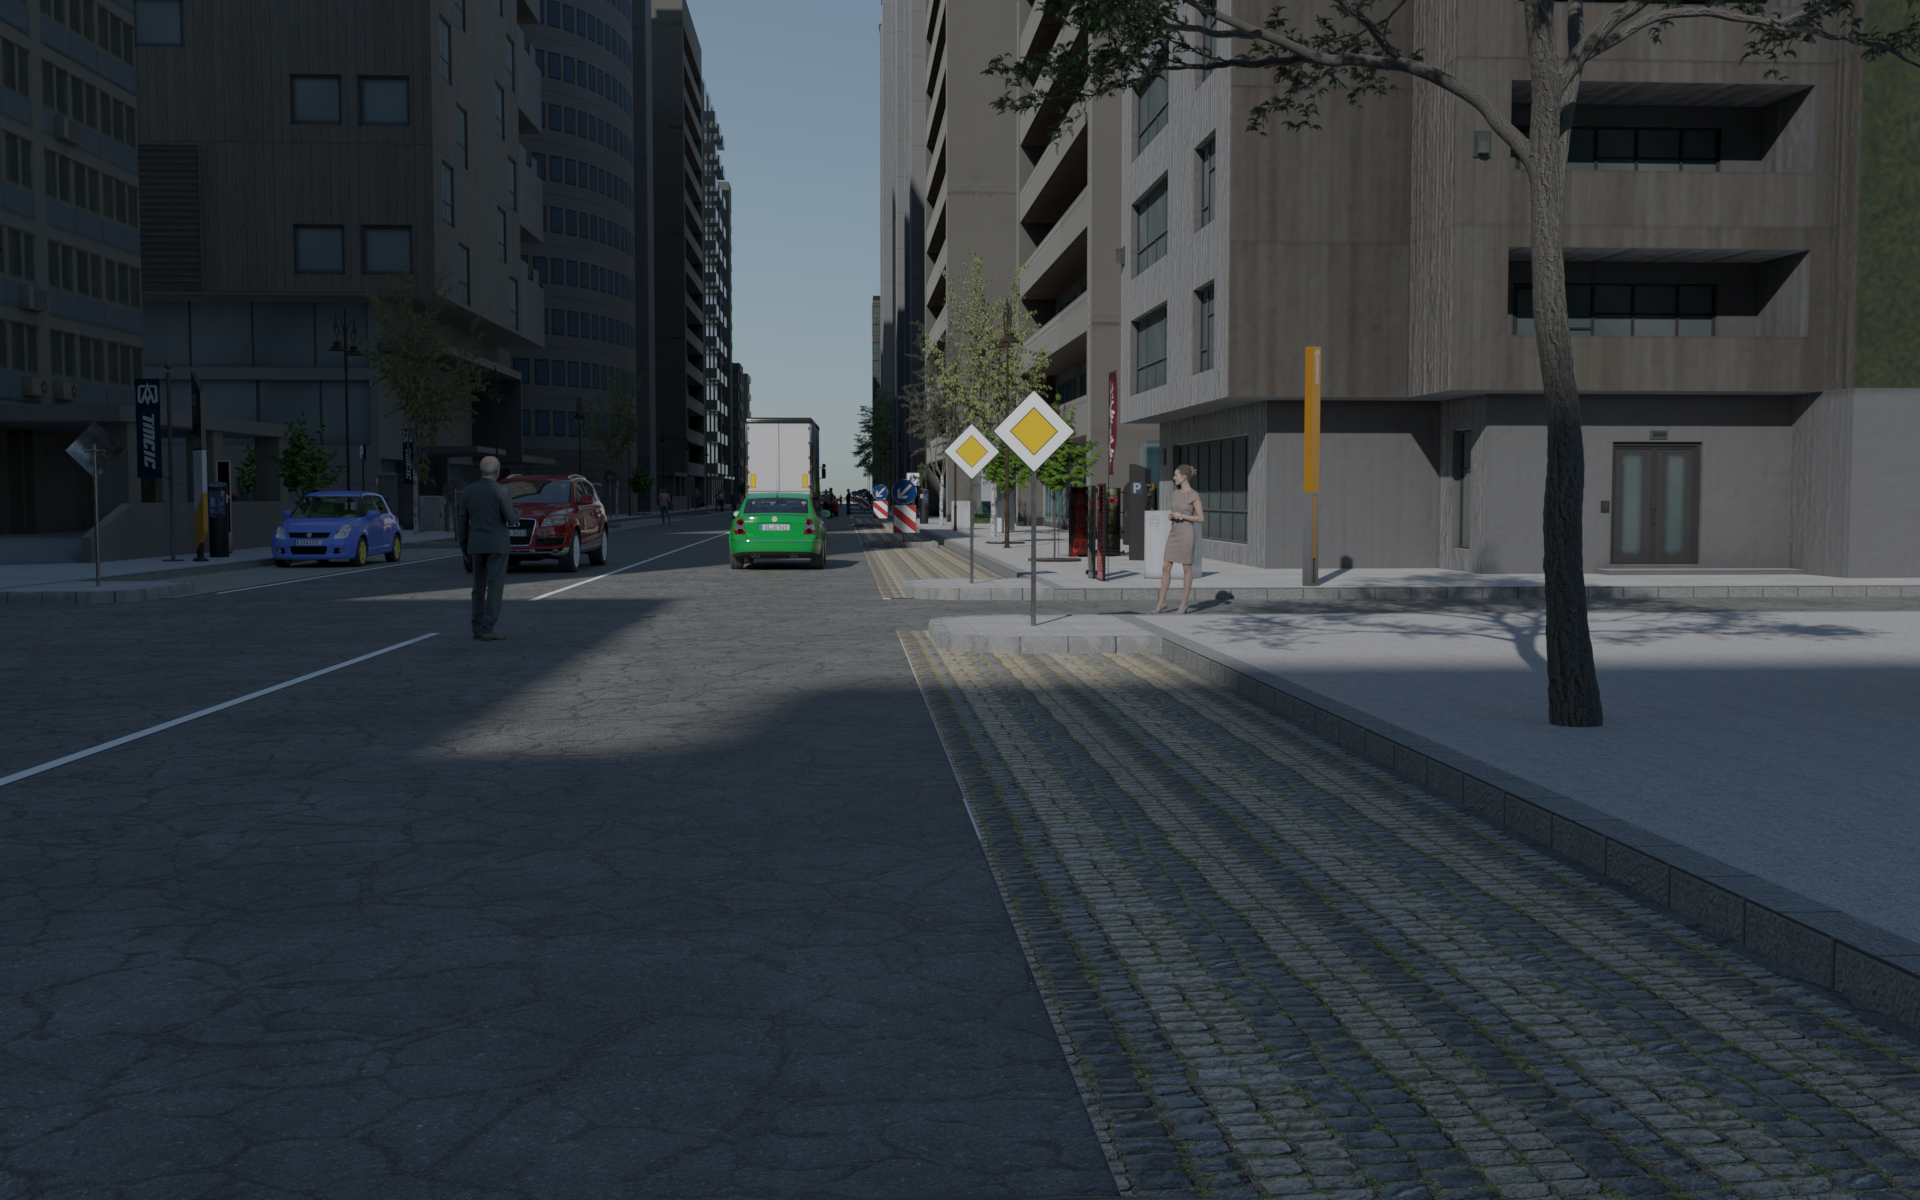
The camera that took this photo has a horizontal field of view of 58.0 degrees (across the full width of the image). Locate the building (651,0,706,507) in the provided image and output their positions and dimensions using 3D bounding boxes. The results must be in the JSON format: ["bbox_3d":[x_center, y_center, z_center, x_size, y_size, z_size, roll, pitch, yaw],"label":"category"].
[{"bbox_3d":[-35.387,-32.851,160.820,21.300,48.544,21.600,0,4,-4],"label":"building"}]

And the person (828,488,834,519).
[{"bbox_3d":[-7.556,-5.655,101.055,0.705,1.812,1.348,0,4,-7],"label":"person"}]

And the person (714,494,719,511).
[{"bbox_3d":[-20.172,-8.085,143.915,0.599,1.433,0.991,-1,4,-17],"label":"person"}]

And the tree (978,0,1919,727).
[{"bbox_3d":[3.149,-4.594,9.533,7.601,10.594,8.767,2,4,31],"label":"tree"}]

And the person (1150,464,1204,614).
[{"bbox_3d":[2.586,-0.719,20.594,0.374,1.781,0.599,-3,5,-40],"label":"person"}]

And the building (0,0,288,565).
[{"bbox_3d":[-32.665,-21.092,36.741,32.217,40.220,23.993,0,4,-4],"label":"building"}]

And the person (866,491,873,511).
[{"bbox_3d":[-7.655,-8.399,146.746,0.541,1.710,0.530,1,4,15],"label":"person"}]

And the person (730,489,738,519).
[{"bbox_3d":[-13.171,-5.601,100.993,0.541,1.710,0.530,-3,5,-39],"label":"person"}]

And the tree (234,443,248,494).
[{"bbox_3d":[-22.905,-3.767,56.198,1.663,3.219,1.824,0,3,0],"label":"tree"}]

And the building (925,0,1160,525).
[{"bbox_3d":[9.328,-28.472,89.224,21.300,48.544,21.600,0,4,-4],"label":"building"}]

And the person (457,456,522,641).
[{"bbox_3d":[-4.618,-0.517,17.127,0.661,1.801,0.590,1,4,15],"label":"person"}]

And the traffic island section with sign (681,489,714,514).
[{"bbox_3d":[-18.788,-7.013,123.289,1.989,1.847,2.006,0,4,-4],"label":"traffic island section with sign"}]

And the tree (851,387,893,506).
[{"bbox_3d":[-7.720,-16.245,183.728,7.486,12.596,7.792,0,3,0],"label":"tree"}]

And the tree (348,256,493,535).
[{"bbox_3d":[-16.987,-6.379,54.654,4.737,8.622,4.395,0,3,0],"label":"tree"}]

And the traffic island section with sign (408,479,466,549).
[{"bbox_3d":[-13.510,-2.299,46.213,1.989,1.847,2.006,0,4,-4],"label":"traffic island section with sign"}]

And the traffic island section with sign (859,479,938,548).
[{"bbox_3d":[-1.633,-2.329,46.702,1.989,1.847,2.006,0,4,-4],"label":"traffic island section with sign"}]

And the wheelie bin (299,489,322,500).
[{"bbox_3d":[-23.304,-3.324,62.259,0.693,1.594,0.980,-3,5,-41],"label":"wheelie bin"}]

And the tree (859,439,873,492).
[{"bbox_3d":[-9.101,-14.703,190.754,4.360,8.622,3.978,0,3,0],"label":"tree"}]

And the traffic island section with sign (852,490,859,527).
[{"bbox_3d":[-3.550,-4.028,74.490,1.989,1.847,2.006,0,4,-4],"label":"traffic island section with sign"}]

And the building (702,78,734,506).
[{"bbox_3d":[-38.307,-35.311,196.940,23.786,49.044,30.456,0,4,-4],"label":"building"}]

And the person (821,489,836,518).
[{"bbox_3d":[-8.182,-5.893,105.644,1.217,1.735,0.721,0,4,7],"label":"person"}]

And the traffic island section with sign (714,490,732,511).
[{"bbox_3d":[-20.642,-8.658,150.180,1.989,1.847,2.006,0,4,-4],"label":"traffic island section with sign"}]

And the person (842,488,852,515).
[{"bbox_3d":[-7.723,-6.781,119.380,0.705,1.822,1.348,-2,4,-28],"label":"person"}]

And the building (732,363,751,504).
[{"bbox_3d":[-43.739,-24.244,241.421,27.650,21.520,28.899,0,4,-4],"label":"building"}]

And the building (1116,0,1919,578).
[{"bbox_3d":[10.968,-15.941,32.340,14.107,30.474,14.160,0,4,-4],"label":"building"}]

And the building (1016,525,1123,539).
[{"bbox_3d":[13.610,-26.617,58.883,21.300,48.544,21.600,0,4,-4],"label":"building"}]

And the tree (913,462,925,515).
[{"bbox_3d":[-2.326,-6.690,103.988,1.663,3.219,1.824,0,3,0],"label":"tree"}]

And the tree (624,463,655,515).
[{"bbox_3d":[-19.881,-6.948,108.208,1.663,3.219,1.824,0,3,0],"label":"tree"}]

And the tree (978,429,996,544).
[{"bbox_3d":[1.296,-3.065,44.716,1.663,3.219,1.824,0,3,0],"label":"tree"}]

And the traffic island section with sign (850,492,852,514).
[{"bbox_3d":[-6.974,-7.082,124.410,1.989,1.847,2.006,0,4,-4],"label":"traffic island section with sign"}]

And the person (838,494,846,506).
[{"bbox_3d":[-11.918,-9.871,173.155,1.065,1.426,0.557,-1,4,-19],"label":"person"}]

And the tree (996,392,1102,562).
[{"bbox_3d":[1.932,-2.348,32.989,1.663,3.219,1.824,0,3,0],"label":"tree"}]

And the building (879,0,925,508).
[{"bbox_3d":[1.014,-40.642,206.487,21.231,58.520,28.212,0,4,-4],"label":"building"}]

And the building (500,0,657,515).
[{"bbox_3d":[-31.887,-34.821,111.315,21.231,58.520,28.212,0,4,-4],"label":"building"}]

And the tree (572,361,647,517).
[{"bbox_3d":[-19.202,-8.927,96.325,4.737,8.622,4.395,0,3,0],"label":"tree"}]

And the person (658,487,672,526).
[{"bbox_3d":[-13.112,-4.163,77.161,0.593,1.750,0.643,-1,4,-21],"label":"person"}]

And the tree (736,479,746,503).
[{"bbox_3d":[-28.105,-14.121,225.479,1.663,3.219,1.824,0,3,0],"label":"tree"}]

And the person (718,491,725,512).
[{"bbox_3d":[-19.437,-8.026,140.655,0.436,1.711,0.756,3,5,45],"label":"person"}]

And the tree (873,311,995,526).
[{"bbox_3d":[-0.680,-7.325,70.133,4.360,8.622,3.978,0,3,0],"label":"tree"}]

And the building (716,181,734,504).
[{"bbox_3d":[-36.361,-32.797,219.821,14.154,41.232,14.086,0,4,-4],"label":"building"}]

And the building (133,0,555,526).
[{"bbox_3d":[-33.573,-29.692,74.697,28.713,52.752,27.495,0,4,-4],"label":"building"}]

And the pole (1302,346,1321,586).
[{"bbox_3d":[4.889,-1.849,24.071,0.158,3.312,0.155,0,3,0],"label":"pole"}]

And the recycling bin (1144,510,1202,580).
[{"bbox_3d":[3.246,-0.845,26.363,0.722,1.027,0.722,2,4,24],"label":"recycling bin"}]

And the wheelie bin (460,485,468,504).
[{"bbox_3d":[-16.933,-3.195,60.149,0.980,1.594,0.693,2,4,28],"label":"wheelie bin"}]

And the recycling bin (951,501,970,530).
[{"bbox_3d":[0.103,-3.078,62.886,0.722,1.027,0.722,1,4,11],"label":"recycling bin"}]

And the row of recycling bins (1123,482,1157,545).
[{"bbox_3d":[5.872,-2.240,43.730,3.534,1.692,1.069,0,4,-1],"label":"row of recycling bins"}]

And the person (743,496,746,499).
[{"bbox_3d":[-20.123,-9.491,164.391,1.217,1.735,0.721,3,4,38],"label":"person"}]

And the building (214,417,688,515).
[{"bbox_3d":[-38.534,-27.257,137.534,32.217,40.220,23.993,0,4,-4],"label":"building"}]

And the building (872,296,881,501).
[{"bbox_3d":[-5.778,-29.370,251.894,14.160,30.474,14.107,0,4,-4],"label":"building"}]

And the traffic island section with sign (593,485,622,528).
[{"bbox_3d":[-15.353,-3.944,73.105,1.989,1.847,2.006,0,4,-4],"label":"traffic island section with sign"}]

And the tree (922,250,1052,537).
[{"bbox_3d":[0.974,-6.210,51.904,4.737,8.622,4.395,0,3,0],"label":"tree"}]
